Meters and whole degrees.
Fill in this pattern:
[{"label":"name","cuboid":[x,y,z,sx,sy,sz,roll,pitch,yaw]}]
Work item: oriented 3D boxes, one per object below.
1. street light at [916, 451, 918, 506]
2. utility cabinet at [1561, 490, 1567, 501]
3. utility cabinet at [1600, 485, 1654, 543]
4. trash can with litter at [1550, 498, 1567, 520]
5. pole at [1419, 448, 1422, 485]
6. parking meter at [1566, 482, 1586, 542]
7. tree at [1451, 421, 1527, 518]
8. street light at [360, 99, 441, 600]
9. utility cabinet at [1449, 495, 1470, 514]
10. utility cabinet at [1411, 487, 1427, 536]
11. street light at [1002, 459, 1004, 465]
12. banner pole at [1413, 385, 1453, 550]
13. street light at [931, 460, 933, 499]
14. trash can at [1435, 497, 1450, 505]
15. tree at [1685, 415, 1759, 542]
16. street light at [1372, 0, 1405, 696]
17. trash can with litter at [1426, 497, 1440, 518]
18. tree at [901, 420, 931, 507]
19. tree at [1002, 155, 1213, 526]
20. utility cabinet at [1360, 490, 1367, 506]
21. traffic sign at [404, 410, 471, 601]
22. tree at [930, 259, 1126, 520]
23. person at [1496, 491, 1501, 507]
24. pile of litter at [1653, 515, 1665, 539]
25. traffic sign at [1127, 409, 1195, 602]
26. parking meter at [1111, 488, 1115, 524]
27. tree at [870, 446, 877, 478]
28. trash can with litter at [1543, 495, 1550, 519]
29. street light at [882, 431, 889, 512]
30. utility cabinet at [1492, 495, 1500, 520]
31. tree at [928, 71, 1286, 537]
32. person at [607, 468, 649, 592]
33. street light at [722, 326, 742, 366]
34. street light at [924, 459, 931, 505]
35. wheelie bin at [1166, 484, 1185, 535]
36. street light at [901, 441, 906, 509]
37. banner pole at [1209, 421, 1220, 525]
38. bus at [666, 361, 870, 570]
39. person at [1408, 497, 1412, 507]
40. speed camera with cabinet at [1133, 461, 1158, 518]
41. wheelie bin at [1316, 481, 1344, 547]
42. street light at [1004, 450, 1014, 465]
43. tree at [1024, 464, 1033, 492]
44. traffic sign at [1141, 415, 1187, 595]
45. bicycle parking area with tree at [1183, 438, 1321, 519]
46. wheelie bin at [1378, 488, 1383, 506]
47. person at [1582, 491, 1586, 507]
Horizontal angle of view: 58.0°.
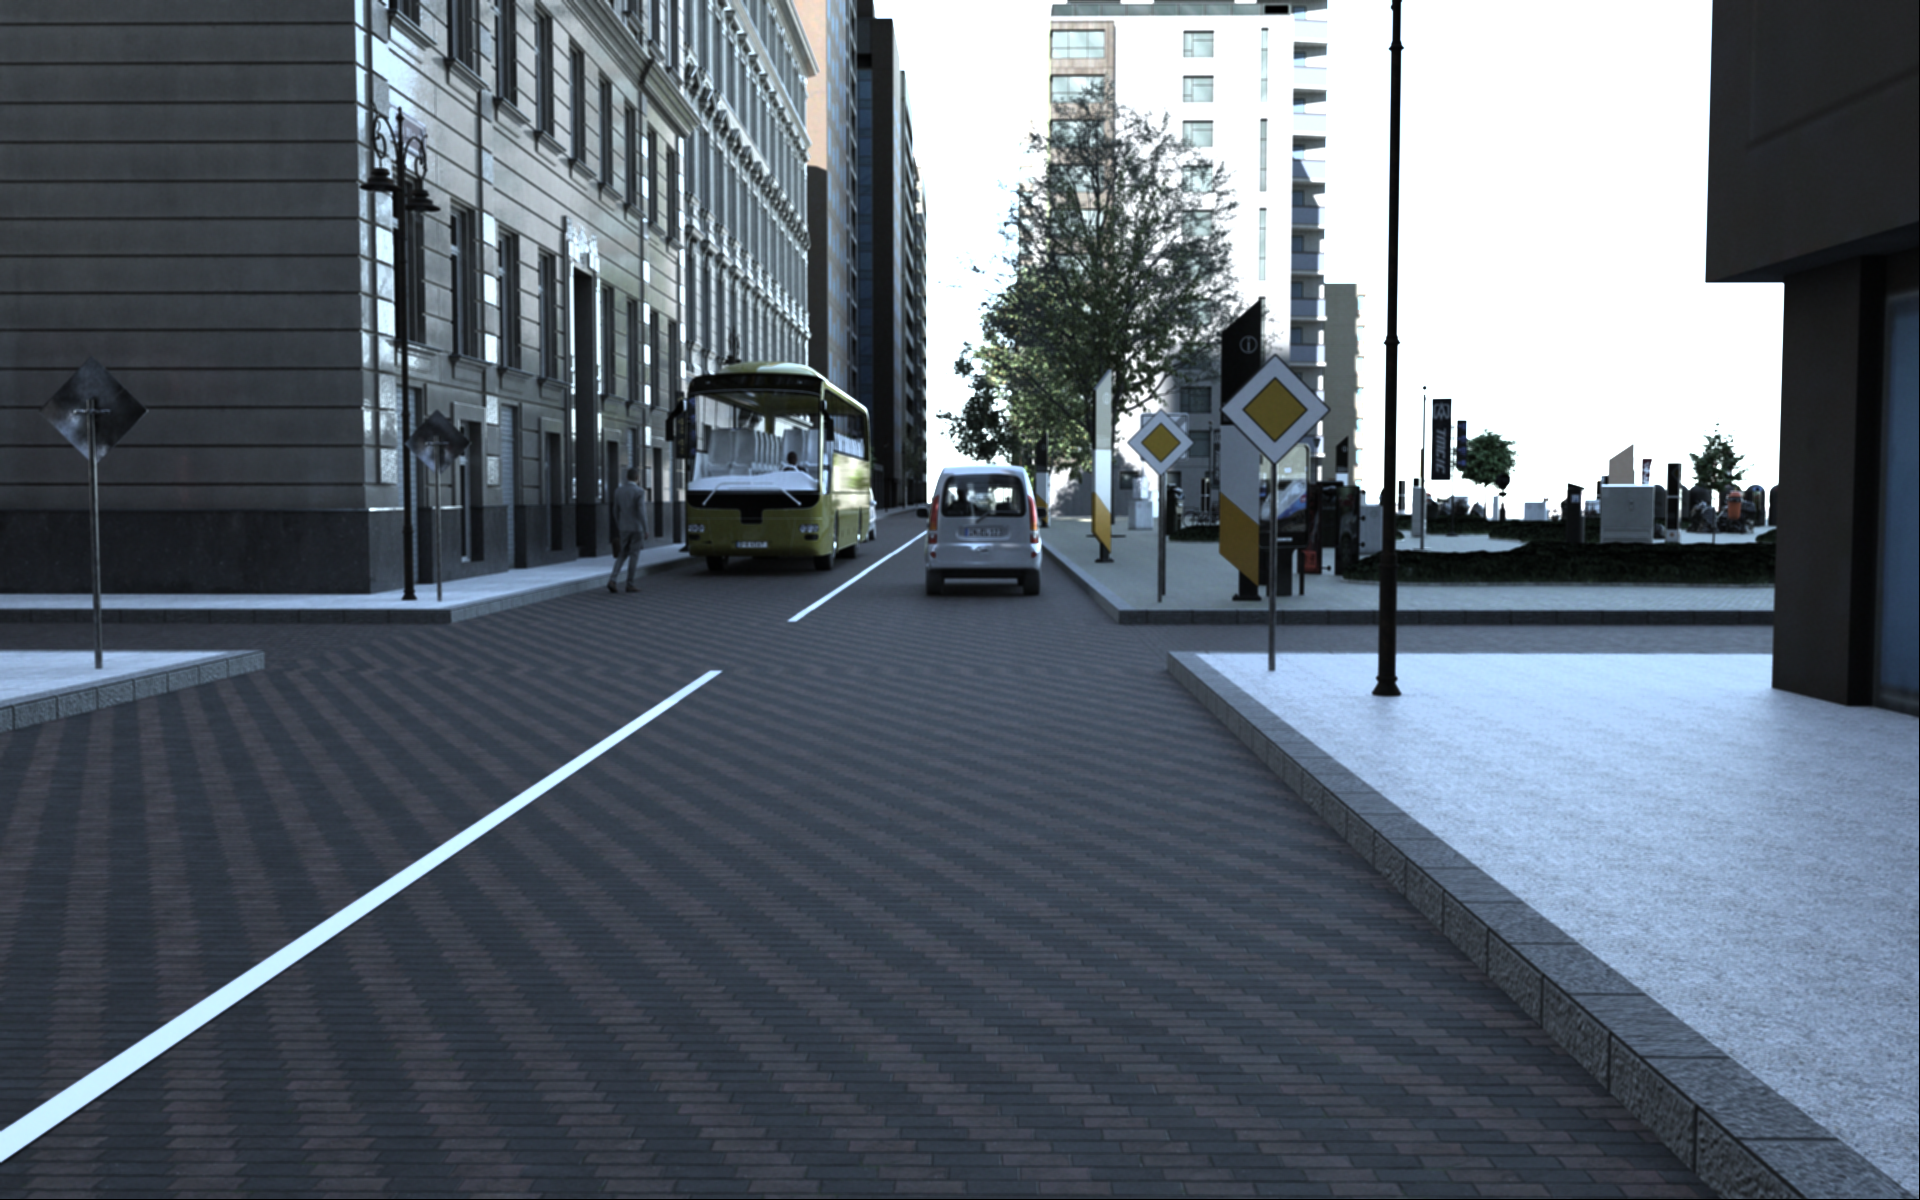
[{"label":"street light","cuboid":[-4.508,-12.716,180.695,0.468,5.910,1.993,0,4,1]},{"label":"utility cabinet","cuboid":[33.521,-5.273,94.894,0.318,1.500,1.173,-2,4,-29]},{"label":"utility cabinet","cuboid":[15.970,-2.005,41.464,1.173,1.500,0.318,2,4,24]},{"label":"trash can with litter","cuboid":[28.694,-4.358,82.633,1.055,1.170,0.624,3,5,43]},{"label":"pole","cuboid":[20.580,-5.102,77.257,0.158,3.312,0.155,0,3,0]},{"label":"parking meter","cuboid":[12.995,-1.722,36.567,0.372,1.533,0.369,0,3,0]},{"label":"tree","cuboid":[23.578,-5.725,77.315,4.285,4.588,4.351,0,3,0]},{"label":"street light","cuboid":[-6.679,-2.938,20.830,0.468,5.910,1.993,0,4,1]},{"label":"utility cabinet","cuboid":[25.832,-4.799,89.625,1.020,1.237,0.306,3,5,40]},{"label":"utility cabinet","cuboid":[13.837,-2.659,52.147,0.318,1.500,1.173,1,4,22]},{"label":"street light","cuboid":[5.149,-13.918,200.349,0.468,5.910,1.993,0,4,1]},{"label":"banner pole","cuboid":[10.871,-3.042,39.750,0.863,3.779,0.401,2,4,26]},{"label":"street light","cuboid":[-3.861,-16.069,235.520,0.468,5.910,1.993,0,4,1]},{"label":"trash can","cuboid":[23.467,-4.438,84.208,0.748,1.137,0.748,0,3,0]},{"label":"tree","cuboid":[18.564,-2.914,42.245,1.663,3.219,1.824,0,3,0]},{"label":"street light","cuboid":[2.728,-2.331,10.899,0.468,5.910,1.993,0,4,1]},{"label":"trash can with litter","cuboid":[19.139,-3.538,69.241,1.055,1.170,0.624,1,4,16]},{"label":"tree","cuboid":[-5.165,-13.604,172.782,4.360,8.622,3.978,0,3,0]},{"label":"tree","cuboid":[3.402,-5.408,38.777,4.737,8.622,4.395,0,3,0]},{"label":"utility cabinet","cuboid":[21.854,-5.215,93.942,0.318,1.500,1.173,0,4,7]},{"label":"traffic sign","cuboid":[-6.222,-1.040,20.653,0.795,2.450,0.064,0,4,1]},{"label":"tree","cuboid":[3.696,-10.223,84.158,9.611,12.733,9.660,0,3,0]},{"label":"person","cuboid":[54.118,-10.081,174.037,1.217,1.735,0.721,3,5,40]},{"label":"pile of litter","cuboid":[19.992,-2.220,50.256,1.176,0.858,1.719,-2,4,-31]},{"label":"traffic sign","cuboid":[2.371,-1.032,20.520,0.795,2.450,0.064,0,4,1]},{"label":"parking meter","cuboid":[6.369,-3.968,73.291,0.372,1.533,0.369,0,3,0]},{"label":"tree","cuboid":[-6.048,-6.700,93.261,4.285,4.588,4.351,0,3,0]},{"label":"trash can with litter","cuboid":[30.036,-4.731,88.416,1.678,1.210,2.233,-1,4,-13]},{"label":"street light","cuboid":[-5.298,-9.269,124.336,0.468,5.910,1.993,0,4,1]},{"label":"utility cabinet","cuboid":[26.041,-4.460,84.089,0.306,1.237,1.020,1,4,21]},{"label":"tree","cuboid":[4.243,-8.627,51.418,12.009,13.543,11.850,0,3,0]},{"label":"person","cuboid":[-4.820,-1.023,25.348,0.709,1.813,0.853,1,4,22]},{"label":"street light","cuboid":[-6.213,-4.587,47.784,0.468,5.910,1.993,0,4,1]},{"label":"street light","cuboid":[-4.097,-14.390,208.064,0.468,5.910,1.993,0,4,1]},{"label":"wheelie bin","cuboid":[6.631,-2.835,54.255,0.693,1.594,0.980,2,4,29]},{"label":"street light","cuboid":[-4.927,-10.940,151.652,0.468,5.910,1.993,0,4,1]},{"label":"banner pole","cuboid":[8.646,-4.208,58.824,0.401,3.779,0.863,-2,4,-31]},{"label":"bus","cuboid":[-3.522,-2.708,35.818,2.896,3.916,12.252,0,4,1]},{"label":"person","cuboid":[45.631,-9.952,174.441,0.991,1.433,0.599,0,4,-4]},{"label":"speed camera with cabinet","cuboid":[10.195,-6.122,94.435,0.660,3.252,2.038,3,4,39]},{"label":"wheelie bin","cuboid":[8.942,-2.071,41.773,0.980,1.594,0.693,1,4,12]},{"label":"street light","cuboid":[4.834,-12.173,171.816,0.468,5.910,1.993,0,4,1]},{"label":"tree","cuboid":[3.985,-6.930,107.900,1.663,3.219,1.824,0,3,0]},{"label":"traffic sign","cuboid":[2.582,-1.213,21.955,0.606,2.300,0.079,0,4,7]},{"label":"bicycle parking area with tree","cuboid":[15.710,-6.178,88.007,8.231,4.147,9.016,0,4,2]},{"label":"wheelie bin","cuboid":[23.469,-5.337,95.161,0.980,1.594,0.693,-1,4,-21]},{"label":"person","cuboid":[63.517,-10.235,176.505,0.621,1.740,0.551,0,4,-2]}]
